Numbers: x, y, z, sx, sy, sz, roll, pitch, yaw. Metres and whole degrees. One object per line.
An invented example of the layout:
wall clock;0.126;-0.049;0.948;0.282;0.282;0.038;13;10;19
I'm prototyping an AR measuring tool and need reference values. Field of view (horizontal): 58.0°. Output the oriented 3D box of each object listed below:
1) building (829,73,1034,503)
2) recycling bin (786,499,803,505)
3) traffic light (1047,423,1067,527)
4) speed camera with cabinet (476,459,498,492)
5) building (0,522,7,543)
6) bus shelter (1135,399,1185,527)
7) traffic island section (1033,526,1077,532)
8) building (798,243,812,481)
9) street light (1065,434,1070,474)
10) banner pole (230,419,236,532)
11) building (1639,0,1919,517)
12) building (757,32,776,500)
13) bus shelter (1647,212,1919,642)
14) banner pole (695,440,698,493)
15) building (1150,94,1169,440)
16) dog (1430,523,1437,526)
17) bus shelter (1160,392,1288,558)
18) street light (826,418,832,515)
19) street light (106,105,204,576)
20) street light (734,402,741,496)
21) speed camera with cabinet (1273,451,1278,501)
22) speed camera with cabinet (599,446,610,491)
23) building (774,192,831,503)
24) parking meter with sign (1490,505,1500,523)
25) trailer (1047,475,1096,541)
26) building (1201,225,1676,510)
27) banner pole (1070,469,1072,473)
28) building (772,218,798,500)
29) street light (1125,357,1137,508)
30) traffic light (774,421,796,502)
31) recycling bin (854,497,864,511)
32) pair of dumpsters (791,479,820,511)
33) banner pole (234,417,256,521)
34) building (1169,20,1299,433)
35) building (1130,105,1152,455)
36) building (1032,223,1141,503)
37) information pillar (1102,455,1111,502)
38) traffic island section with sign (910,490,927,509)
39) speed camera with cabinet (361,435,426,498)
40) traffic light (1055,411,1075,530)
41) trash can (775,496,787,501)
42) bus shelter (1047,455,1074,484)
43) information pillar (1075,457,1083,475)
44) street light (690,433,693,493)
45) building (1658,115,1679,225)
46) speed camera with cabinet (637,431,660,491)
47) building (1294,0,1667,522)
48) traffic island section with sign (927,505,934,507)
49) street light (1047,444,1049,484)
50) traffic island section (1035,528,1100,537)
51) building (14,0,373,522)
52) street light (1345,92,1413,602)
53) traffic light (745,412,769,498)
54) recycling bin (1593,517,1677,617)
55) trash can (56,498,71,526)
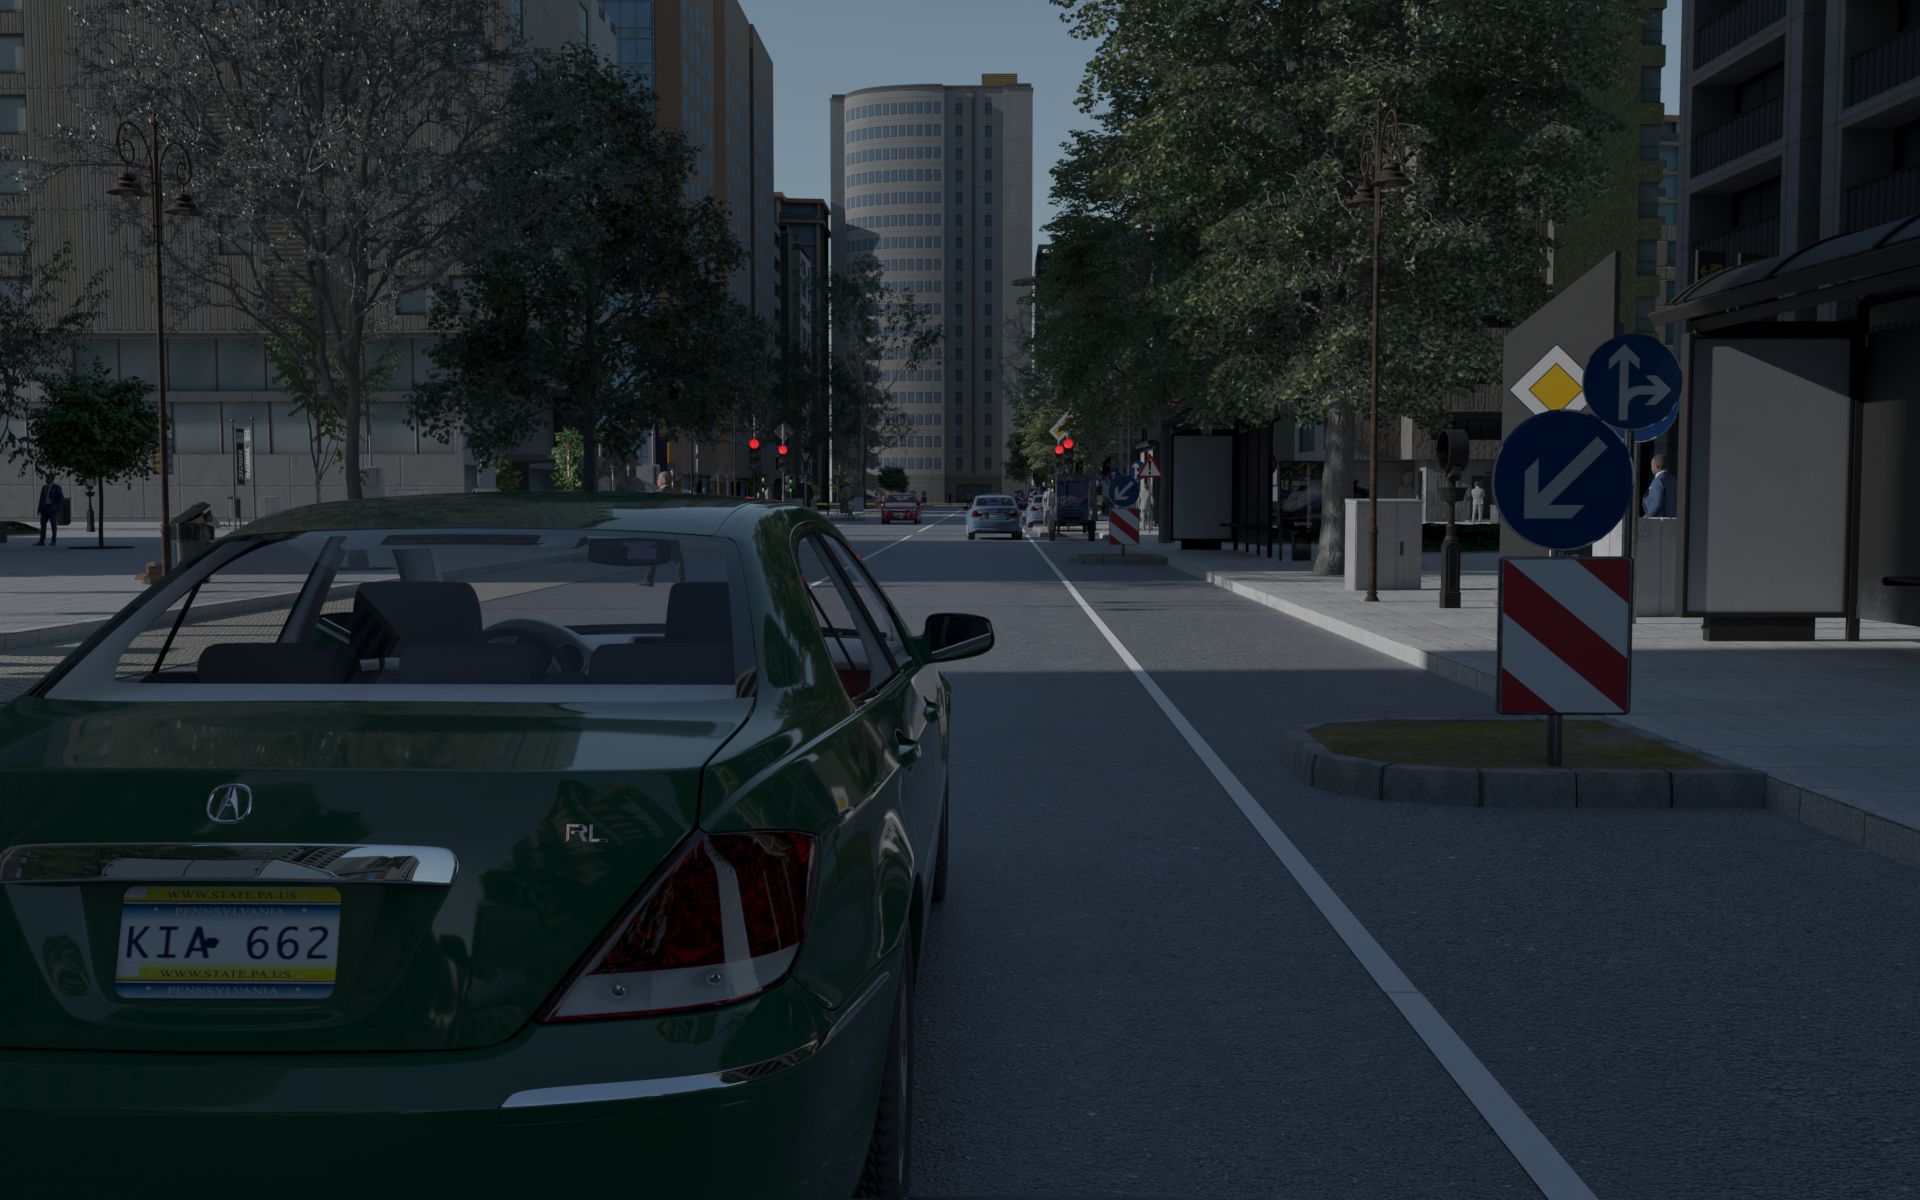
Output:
building;-3.958;-43.073;246.234;28.212;58.520;21.231;0;4;1
recycling bin;-9.290;-5.175;97.167;0.722;1.027;0.722;2;4;30
traffic light;3.788;-4.752;66.608;0.839;4.253;0.868;0;4;1
speed camera with cabinet;-15.533;-3.824;56.850;0.660;3.252;2.038;-1;4;-11
building;-37.261;-30.180;35.442;28.212;58.520;21.231;0;4;1
bus shelter;8.363;-5.696;70.755;2.179;5.291;8.768;0;4;1
traffic island section;3.828;-2.718;66.722;2.009;0.180;2.903;0;4;1
building;-24.555;-26.242;200.757;14.107;30.474;14.160;0;4;1
street light;6.556;-8.022;103.954;0.468;5.910;1.993;0;4;1
banner pole;-24.213;-4.164;58.098;0.401;3.779;0.863;1;4;12
building;26.487;-36.382;33.100;20.563;71.187;20.611;0;4;1
building;-25.282;-31.398;163.466;14.600;45.320;14.200;0;4;1
bus shelter;7.010;-1.138;12.531;2.014;3.302;5.546;0;4;1
banner pole;-11.205;-5.117;73.685;0.401;3.779;0.863;-1;4;-17
building;26.140;-31.708;168.542;14.600;45.320;14.200;0;4;1
dog;13.079;-1.848;47.040;0.406;0.507;0.540;3;5;44
bus shelter;5.571;-2.649;37.242;2.014;3.302;5.546;0;4;1
street light;-8.061;-8.126;105.656;0.468;5.910;1.993;0;4;1
street light;-9.761;-2.959;21.162;0.468;5.910;1.993;0;4;1
street light;-8.806;-5.814;67.842;0.468;5.910;1.993;0;4;1
speed camera with cabinet;10.784;-3.767;55.921;2.038;3.252;0.660;1;4;17
speed camera with cabinet;-13.720;-4.575;69.130;2.038;3.252;0.660;-2;4;-28
building;-33.109;-36.276;247.730;28.867;44.769;22.147;0;4;1
parking meter with sign;21.141;-4.338;67.182;0.543;3.016;1.738;3;5;41
trailer;3.451;-2.856;53.743;1.471;1.999;3.904;0;4;3
building;32.885;-17.205;126.338;27.650;21.520;28.899;0;4;1
banner pole;6.547;-7.108;106.233;0.863;3.779;0.401;3;4;38
building;-24.852;-24.861;178.178;14.160;30.474;14.107;0;4;1
street light;5.682;-5.212;58.005;0.468;5.910;1.993;0;4;1
traffic light;-6.771;-4.763;66.794;0.839;4.253;0.868;0;4;1
recycling bin;-7.550;-7.119;128.946;0.722;1.027;0.722;0;4;-5
pair of dumpsters;-9.574;-6.373;106.699;1.574;2.255;4.437;0;4;1
banner pole;-23.112;-4.061;56.417;0.863;3.779;0.401;3;5;42
building;25.377;-28.753;153.701;14.154;41.232;14.086;0;4;1
building;30.315;-32.808;191.041;22.147;44.769;28.867;0;4;1
building;22.535;-34.223;251.427;23.993;40.220;32.217;0;4;1
information pillar;8.878;-6.940;104.816;0.504;3.616;0.183;1;4;15
traffic island section with sign;-4.522;-9.806;168.948;1.989;1.847;2.006;0;4;1
speed camera with cabinet;-19.095;-3.919;58.411;2.038;3.252;0.660;0;4;-8
traffic light;3.635;-4.263;58.625;0.839;4.253;0.868;0;4;1
trash can;-11.242;-5.951;108.955;0.748;1.137;0.748;0;3;0
bus shelter;7.923;-9.659;135.548;2.179;5.291;8.768;0;4;1
information pillar;7.503;-7.187;108.866;0.504;3.616;0.183;1;4;10
street light;-9.053;-5.235;58.374;0.468;5.910;1.993;0;4;1
building;66.260;-33.027;194.614;28.867;44.769;22.147;0;4;1
speed camera with cabinet;-9.640;-3.695;54.747;0.660;3.252;2.038;0;4;8
building;24.412;-19.092;83.852;14.107;30.474;14.160;0;4;1
traffic island section with sign;-4.000;-11.484;196.387;1.989;1.847;2.006;0;4;1
street light;7.231;-10.298;141.168;0.468;5.910;1.993;0;4;1
traffic island section;3.675;-2.230;58.738;2.009;0.180;2.903;0;4;1
building;-33.555;-30.642;90.231;28.713;52.752;27.495;0;4;1
street light;4.923;-2.919;20.518;0.468;5.910;1.993;0;4;1
traffic light;-6.925;-4.275;58.811;0.839;4.253;0.868;0;4;1
recycling bin;7.219;-0.357;18.392;0.722;1.027;0.722;-1;4;-12
trash can;-36.553;-3.600;70.515;0.748;1.137;0.748;0;3;0
